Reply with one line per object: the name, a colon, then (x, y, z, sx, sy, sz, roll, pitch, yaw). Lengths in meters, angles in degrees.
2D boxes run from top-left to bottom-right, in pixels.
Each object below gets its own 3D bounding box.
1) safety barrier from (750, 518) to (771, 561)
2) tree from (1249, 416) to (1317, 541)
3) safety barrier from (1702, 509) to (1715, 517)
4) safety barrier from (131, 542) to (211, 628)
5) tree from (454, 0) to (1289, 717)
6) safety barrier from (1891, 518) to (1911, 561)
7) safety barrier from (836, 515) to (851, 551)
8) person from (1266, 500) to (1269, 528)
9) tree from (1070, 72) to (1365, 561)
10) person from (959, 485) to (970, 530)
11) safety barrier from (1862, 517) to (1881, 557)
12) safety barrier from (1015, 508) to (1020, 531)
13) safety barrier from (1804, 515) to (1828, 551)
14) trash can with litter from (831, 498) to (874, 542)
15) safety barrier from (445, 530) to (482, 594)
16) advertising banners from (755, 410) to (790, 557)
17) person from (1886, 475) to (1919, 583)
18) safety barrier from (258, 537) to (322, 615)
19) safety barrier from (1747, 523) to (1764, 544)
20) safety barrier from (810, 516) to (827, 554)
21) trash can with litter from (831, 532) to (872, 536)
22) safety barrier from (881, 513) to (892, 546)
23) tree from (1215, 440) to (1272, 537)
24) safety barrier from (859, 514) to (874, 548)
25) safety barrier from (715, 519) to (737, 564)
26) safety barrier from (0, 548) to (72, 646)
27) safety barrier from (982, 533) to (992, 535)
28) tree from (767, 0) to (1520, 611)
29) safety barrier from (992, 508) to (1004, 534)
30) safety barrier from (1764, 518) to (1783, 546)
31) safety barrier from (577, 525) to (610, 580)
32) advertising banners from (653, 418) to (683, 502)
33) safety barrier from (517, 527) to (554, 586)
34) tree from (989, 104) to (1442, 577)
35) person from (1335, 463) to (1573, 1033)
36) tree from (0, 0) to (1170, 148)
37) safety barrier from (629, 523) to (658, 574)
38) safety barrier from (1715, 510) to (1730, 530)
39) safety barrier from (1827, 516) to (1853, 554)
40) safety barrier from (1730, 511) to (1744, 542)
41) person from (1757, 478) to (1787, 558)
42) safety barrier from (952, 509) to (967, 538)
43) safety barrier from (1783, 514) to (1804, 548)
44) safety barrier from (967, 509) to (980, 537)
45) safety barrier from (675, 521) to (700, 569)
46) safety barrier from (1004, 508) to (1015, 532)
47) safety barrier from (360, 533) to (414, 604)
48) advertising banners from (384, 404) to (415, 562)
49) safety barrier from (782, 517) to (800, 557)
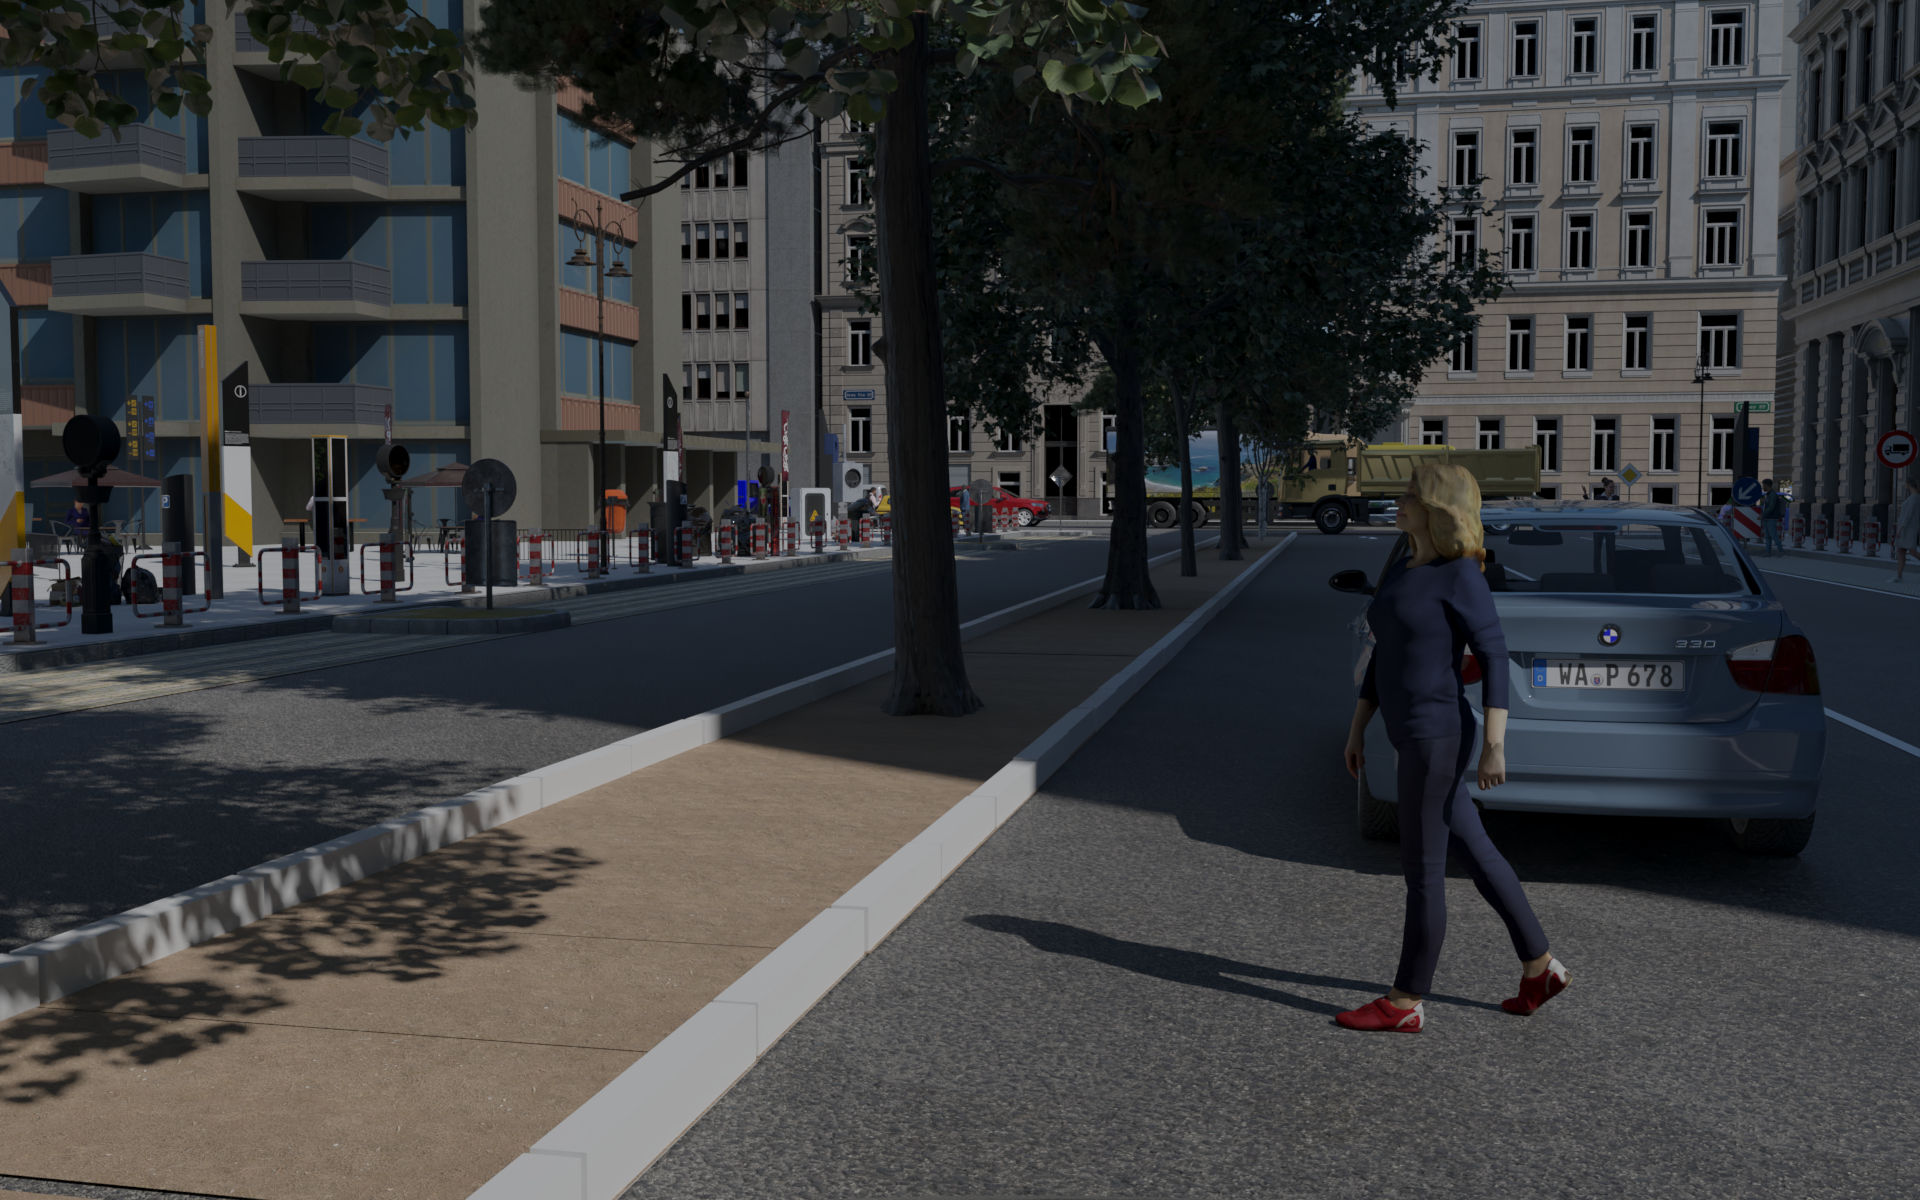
safety barrier: (-3.859, -1.176, 33.504, 0.300, 0.817, 1.120, 1, 4, 12)
tree: (9.154, -6.082, 52.254, 4.737, 8.622, 4.395, 0, 3, 0)
safety barrier: (21.912, -2.208, 50.380, 0.300, 0.817, 1.120, 1, 4, 12)
safety barrier: (-7.565, -0.144, 16.633, 0.300, 0.817, 1.120, 1, 4, 12)
tree: (-0.353, -6.198, 11.219, 7.806, 13.903, 7.818, 0, 3, 0)
safety barrier: (18.205, -1.175, 33.484, 0.300, 0.817, 1.120, 1, 4, 12)
safety barrier: (-2.628, -1.520, 39.122, 0.300, 0.817, 1.120, 1, 4, 12)
person: (11.676, -3.504, 66.337, 0.362, 1.759, 0.519, 0, 4, 6)
tree: (5.730, -6.880, 37.003, 6.751, 12.117, 7.091, 0, 3, 0)
person: (0.174, -3.586, 67.311, 0.419, 1.800, 0.721, 0, 4, 2)
safety barrier: (18.614, -1.290, 35.360, 0.300, 0.817, 1.120, 1, 4, 12)
safety barrier: (1.914, -2.784, 59.790, 0.300, 0.817, 1.120, 1, 4, 12)
safety barrier: (19.444, -1.521, 39.139, 0.300, 0.817, 1.120, 1, 4, 12)
trash can with litter: (-2.880, -2.134, 46.275, 1.055, 1.170, 0.624, -3, 5, -41)
safety barrier: (-6.328, -0.489, 22.265, 0.300, 0.817, 1.120, 1, 4, 12)
advertising banners: (-3.812, -2.406, 35.533, 0.090, 3.025, 2.074, 1, 4, 13)
person: (15.274, -1.132, 27.757, 0.760, 1.731, 0.466, 0, 4, 1)
safety barrier: (-7.151, -0.259, 18.510, 0.300, 0.817, 1.120, 1, 4, 12)
safety barrier: (20.681, -1.864, 44.760, 0.300, 0.817, 1.120, 1, 4, 12)
safety barrier: (-3.037, -1.405, 37.249, 0.300, 0.817, 1.120, 1, 4, 12)
trash can with litter: (-3.799, -2.538, 52.548, 2.233, 1.210, 1.678, 0, 4, 5)
safety barrier: (-1.801, -1.750, 42.883, 0.300, 0.817, 1.120, 1, 4, 12)
tree: (9.993, -6.361, 56.821, 4.360, 8.622, 3.978, 0, 3, 0)
safety barrier: (-2.213, -1.634, 40.996, 0.300, 0.817, 1.120, 1, 4, 12)
safety barrier: (-4.269, -1.062, 31.632, 0.300, 0.817, 1.120, 1, 4, 12)
safety barrier: (-7.976, -0.029, 14.748, 0.300, 0.817, 1.120, 1, 4, 12)
safety barrier: (0.670, -2.439, 54.146, 0.300, 0.817, 1.120, 1, 4, 12)
tree: (2.128, -6.237, 21.441, 9.611, 12.733, 9.660, 0, 3, 0)
safety barrier: (1.087, -2.554, 56.030, 0.300, 0.817, 1.120, 1, 4, 12)
safety barrier: (20.268, -1.750, 42.888, 0.300, 0.817, 1.120, 1, 4, 12)
safety barrier: (-5.502, -0.718, 26.015, 0.300, 0.817, 1.120, 1, 4, 12)
advertising banners: (-6.910, -2.728, 40.796, 0.090, 3.025, 2.074, -2, 4, -26)
safety barrier: (-5.914, -0.603, 24.137, 0.300, 0.817, 1.120, 1, 4, 12)
tree: (4.057, -5.695, 29.980, 8.767, 10.594, 7.601, 1, 4, 12)
person: (1.335, 0.390, 4.661, 0.613, 1.512, 0.480, -2, 4, -26)
tree: (-1.900, -5.679, 1.970, 9.857, 13.997, 8.962, 0, 3, 0)
safety barrier: (-5.093, -0.833, 27.888, 0.300, 0.817, 1.120, 1, 4, 12)
safety barrier: (21.503, -2.094, 48.507, 0.300, 0.817, 1.120, 1, 4, 12)
safety barrier: (19.034, -1.406, 37.256, 0.300, 0.817, 1.120, 1, 4, 12)
safety barrier: (21.090, -1.979, 46.635, 0.300, 0.817, 1.120, 1, 4, 12)
person: (18.108, -1.826, 38.707, 0.721, 1.781, 0.623, 0, 4, 6)
safety barrier: (-0.149, -2.210, 50.400, 0.300, 0.817, 1.120, 1, 4, 12)
safety barrier: (19.856, -1.635, 41.012, 0.300, 0.817, 1.120, 1, 4, 12)
safety barrier: (0.262, -2.324, 52.273, 0.300, 0.817, 1.120, 1, 4, 12)
safety barrier: (-4.682, -0.947, 29.760, 0.300, 0.817, 1.120, 1, 4, 12)
safety barrier: (1.501, -2.669, 57.910, 0.300, 0.817, 1.120, 1, 4, 12)
safety barrier: (-6.736, -0.373, 20.381, 0.300, 0.817, 1.120, 1, 4, 12)
advertising banners: (-10.742, -2.260, 33.139, 0.090, 3.025, 2.074, -2, 4, -30)
safety barrier: (-3.446, -1.291, 35.376, 0.300, 0.817, 1.120, 1, 4, 12)
